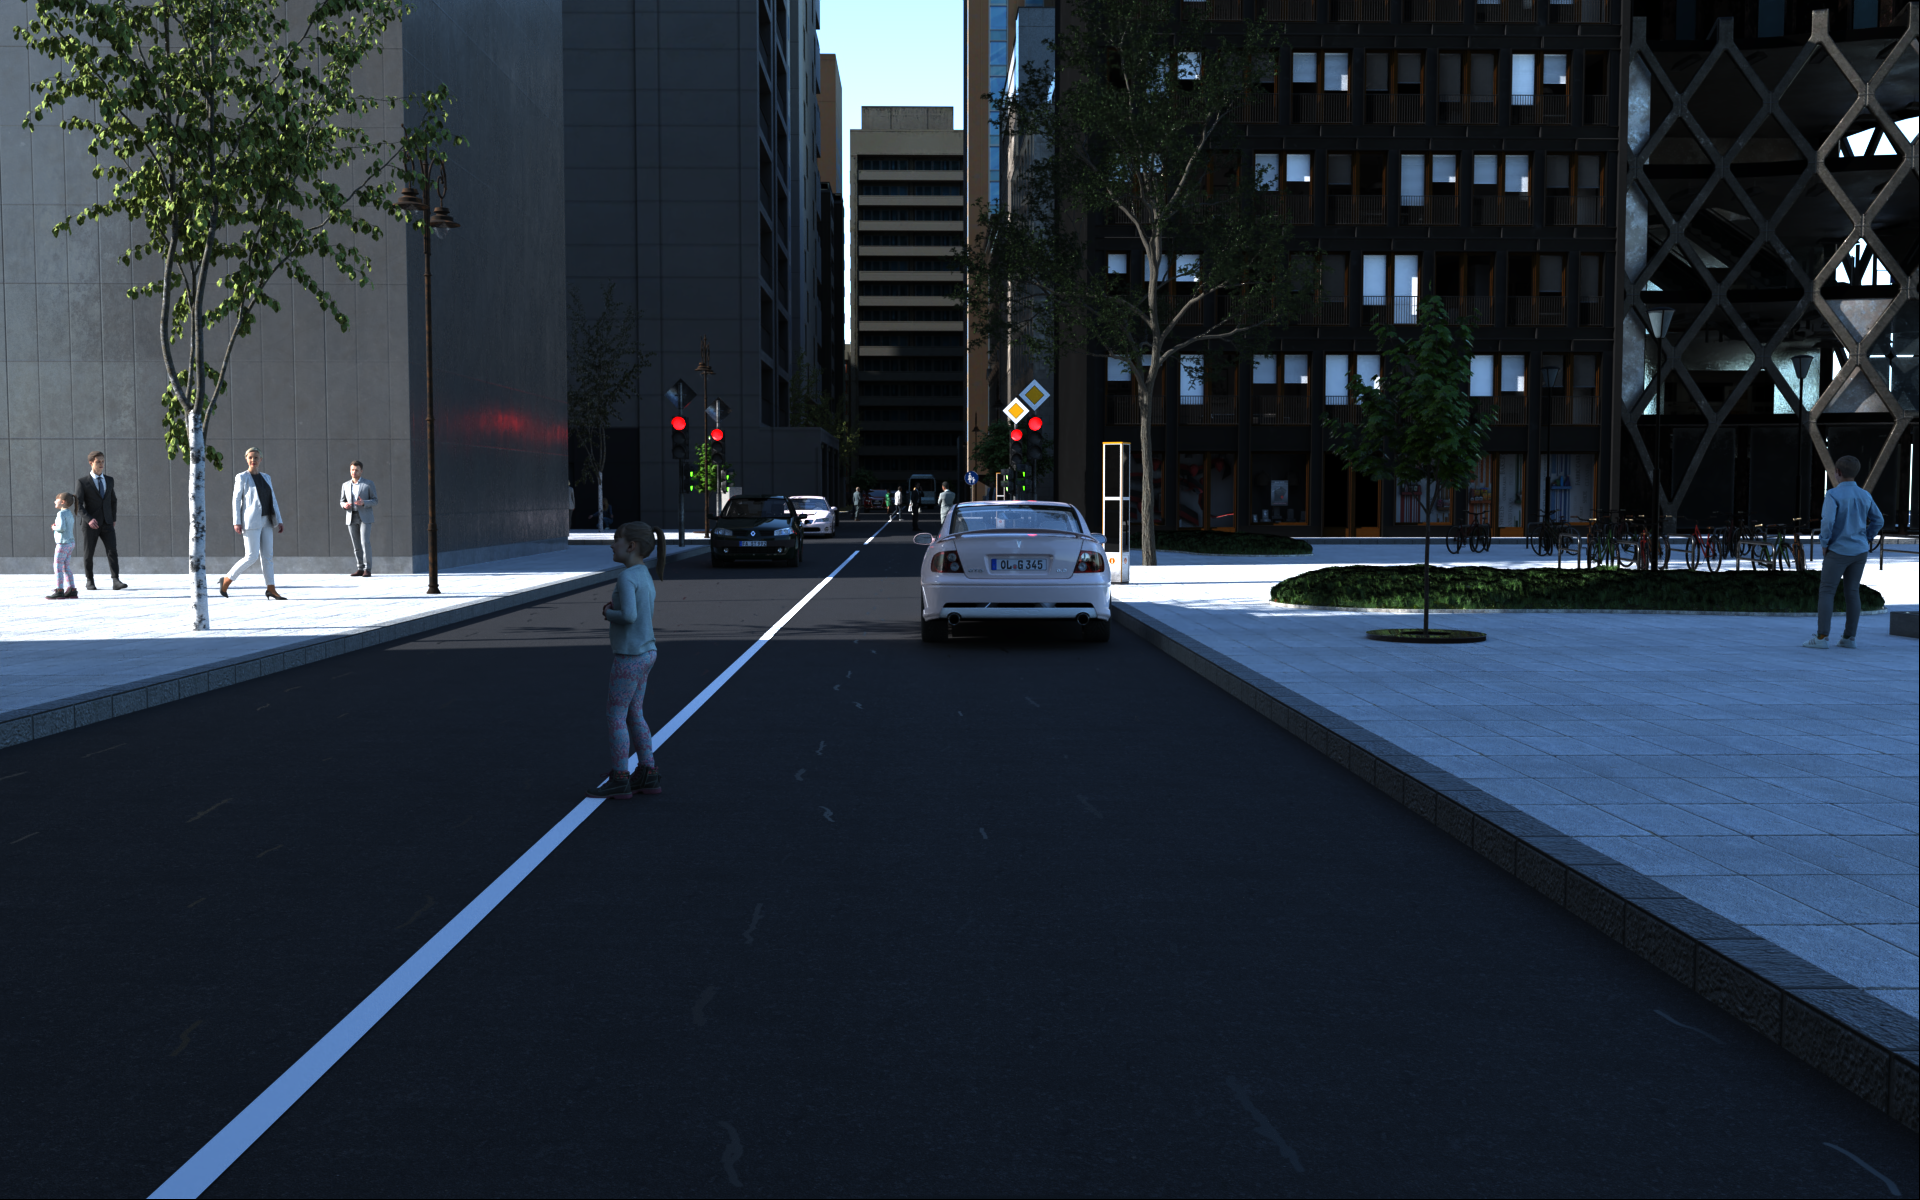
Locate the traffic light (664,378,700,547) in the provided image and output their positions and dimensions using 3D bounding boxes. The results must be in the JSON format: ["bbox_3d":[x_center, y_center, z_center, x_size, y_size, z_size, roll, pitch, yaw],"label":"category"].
[{"bbox_3d":[-6.763,-3.252,42.092,0.839,4.253,0.868,0,4,-1],"label":"traffic light"}]

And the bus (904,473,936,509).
[{"bbox_3d":[-3.877,-10.688,169.605,2.948,3.499,13.247,0,4,-3],"label":"bus"}]

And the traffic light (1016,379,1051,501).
[{"bbox_3d":[1.796,-3.266,42.313,0.839,4.253,0.868,0,4,-1],"label":"traffic light"}]

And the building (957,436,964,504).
[{"bbox_3d":[11.201,-53.267,183.585,22.319,86.520,31.000,0,4,-1],"label":"building"}]

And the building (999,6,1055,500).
[{"bbox_3d":[8.595,-16.911,94.512,12.078,24.808,19.932,0,4,-1],"label":"building"}]

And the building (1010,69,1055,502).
[{"bbox_3d":[7.864,-13.548,76.264,10.420,20.320,16.860,0,4,-1],"label":"building"}]

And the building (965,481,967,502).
[{"bbox_3d":[7.353,-23.913,162.685,14.160,30.474,14.107,0,4,-1],"label":"building"}]

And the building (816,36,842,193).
[{"bbox_3d":[-18.962,-32.021,173.660,14.600,45.320,14.200,0,4,-1],"label":"building"}]

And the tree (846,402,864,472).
[{"bbox_3d":[-8.965,-10.545,122.766,4.737,8.622,4.395,0,3,0],"label":"tree"}]

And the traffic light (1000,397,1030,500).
[{"bbox_3d":[1.603,-3.754,50.296,0.839,4.253,0.868,0,4,-1],"label":"traffic light"}]

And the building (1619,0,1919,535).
[{"bbox_3d":[27.978,-11.777,60.001,16.811,18.784,16.820,0,4,-1],"label":"building"}]

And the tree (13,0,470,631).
[{"bbox_3d":[-7.009,-4.030,16.251,4.737,8.622,4.395,0,3,0],"label":"tree"}]

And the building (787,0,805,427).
[{"bbox_3d":[-20.864,-34.362,103.814,21.231,58.520,28.212,0,4,-1],"label":"building"}]

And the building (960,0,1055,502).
[{"bbox_3d":[7.339,-29.543,133.140,14.600,45.320,14.200,0,4,-1],"label":"building"}]

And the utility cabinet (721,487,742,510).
[{"bbox_3d":[-7.198,-2.803,54.505,0.318,1.500,1.173,1,4,12],"label":"utility cabinet"}]

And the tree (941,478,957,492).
[{"bbox_3d":[-1.303,-11.772,187.068,1.663,3.219,1.824,0,3,0],"label":"tree"}]

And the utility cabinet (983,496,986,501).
[{"bbox_3d":[1.161,-3.944,75.640,0.306,1.237,1.020,0,4,-4],"label":"utility cabinet"}]

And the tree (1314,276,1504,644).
[{"bbox_3d":[4.237,-1.269,15.347,1.663,3.219,1.824,0,3,0],"label":"tree"}]

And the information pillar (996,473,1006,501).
[{"bbox_3d":[1.420,-3.379,59.734,0.304,2.012,0.304,1,4,10],"label":"information pillar"}]

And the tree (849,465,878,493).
[{"bbox_3d":[-10.996,-13.104,197.955,4.285,4.588,4.351,0,3,0],"label":"tree"}]

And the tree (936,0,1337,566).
[{"bbox_3d":[3.073,-5.884,30.617,7.601,10.594,8.767,-2,4,-24],"label":"tree"}]

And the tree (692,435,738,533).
[{"bbox_3d":[-8.227,-3.799,56.709,1.663,3.219,1.824,0,3,0],"label":"tree"}]

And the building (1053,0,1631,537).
[{"bbox_3d":[11.459,-13.876,56.555,15.834,23.373,12.332,0,4,-1],"label":"building"}]

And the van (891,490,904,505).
[{"bbox_3d":[-7.380,-11.595,196.585,2.013,2.044,4.112,0,4,-1],"label":"van"}]

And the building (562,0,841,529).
[{"bbox_3d":[-15.531,-38.712,71.195,20.563,71.187,20.611,0,4,-1],"label":"building"}]

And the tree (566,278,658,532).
[{"bbox_3d":[-12.375,-6.598,58.235,4.360,8.622,3.978,0,3,0],"label":"tree"}]

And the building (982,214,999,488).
[{"bbox_3d":[7.411,-17.066,115.179,11.583,22.565,21.152,0,4,-1],"label":"building"}]

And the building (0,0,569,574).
[{"bbox_3d":[-23.854,-13.128,33.712,30.058,24.678,14.314,0,4,-1],"label":"building"}]

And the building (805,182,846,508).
[{"bbox_3d":[-17.892,-23.711,159.384,14.160,30.474,14.107,0,4,-1],"label":"building"}]

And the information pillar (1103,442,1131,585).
[{"bbox_3d":[2.220,-1.230,24.595,0.304,2.012,0.304,2,4,28],"label":"information pillar"}]

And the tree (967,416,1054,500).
[{"bbox_3d":[1.968,-4.996,65.397,4.285,4.588,4.351,0,3,0],"label":"tree"}]

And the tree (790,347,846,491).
[{"bbox_3d":[-8.485,-8.284,85.810,4.737,8.622,4.395,0,3,0],"label":"tree"}]

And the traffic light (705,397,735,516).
[{"bbox_3d":[-6.955,-3.740,50.074,0.839,4.253,0.868,0,4,-1],"label":"traffic light"}]

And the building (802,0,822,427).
[{"bbox_3d":[-25.080,-33.549,137.763,28.713,52.752,27.495,0,4,-1],"label":"building"}]
